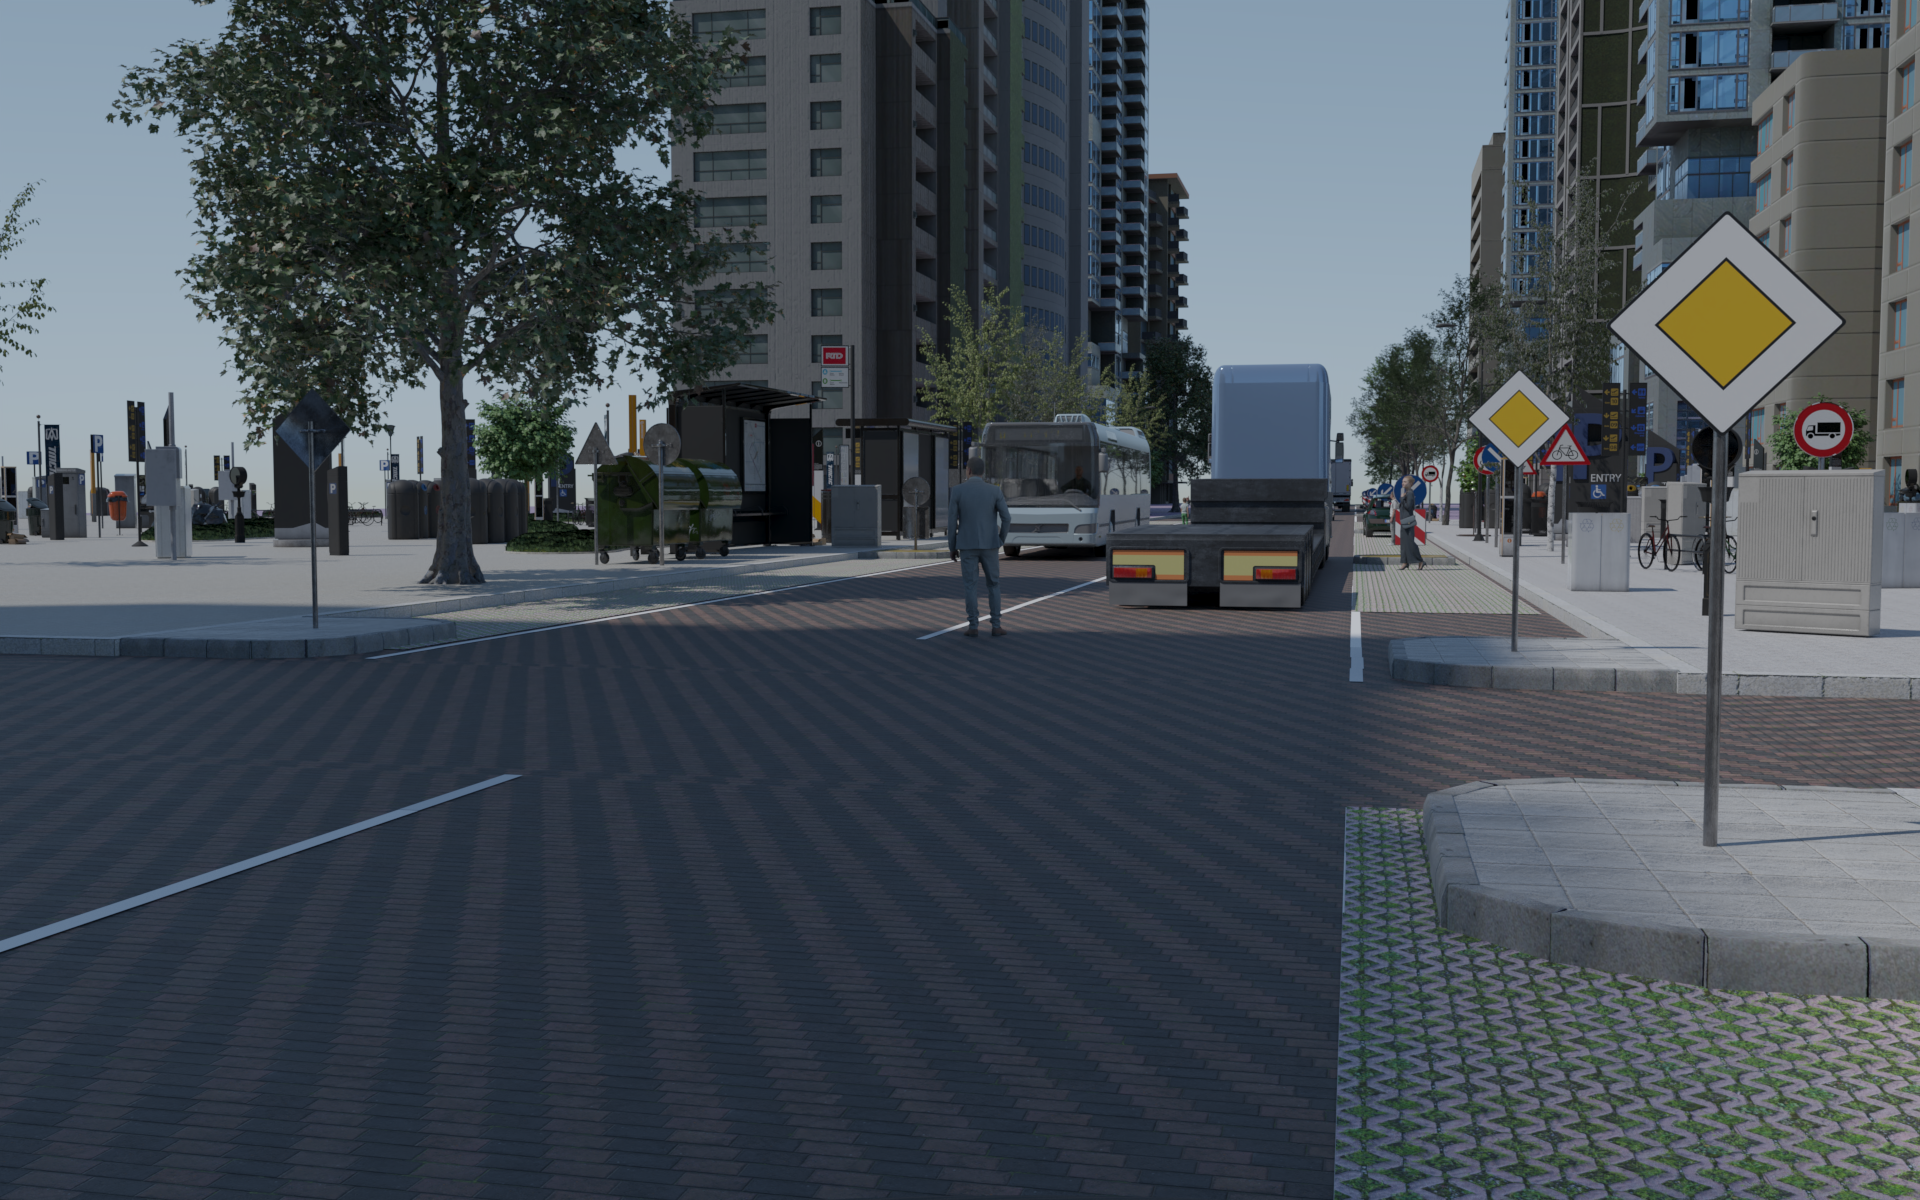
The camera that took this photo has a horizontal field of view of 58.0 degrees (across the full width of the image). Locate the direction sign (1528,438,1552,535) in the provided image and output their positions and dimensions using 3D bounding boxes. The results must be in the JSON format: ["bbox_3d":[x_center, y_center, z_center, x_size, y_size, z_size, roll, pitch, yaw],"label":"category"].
[{"bbox_3d":[18.030,-3.804,54.188,0.876,3.537,0.379,1,4,13],"label":"direction sign"}]

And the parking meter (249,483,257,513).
[{"bbox_3d":[-36.522,-5.124,89.480,0.255,1.863,0.399,-3,5,-42],"label":"parking meter"}]

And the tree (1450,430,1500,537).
[{"bbox_3d":[15.559,-3.534,52.385,1.663,3.219,1.824,0,3,0],"label":"tree"}]

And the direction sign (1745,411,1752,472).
[{"bbox_3d":[17.419,-2.833,38.321,0.379,3.537,0.876,1,4,18],"label":"direction sign"}]

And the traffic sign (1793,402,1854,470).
[{"bbox_3d":[11.935,-1.463,24.019,0.768,2.556,0.104,1,4,13],"label":"traffic sign"}]

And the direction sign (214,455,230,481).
[{"bbox_3d":[-43.028,-6.670,101.043,0.876,3.537,0.379,-1,4,-20],"label":"direction sign"}]

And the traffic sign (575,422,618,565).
[{"bbox_3d":[-6.578,-1.914,31.293,0.884,2.594,0.081,1,4,19],"label":"traffic sign"}]

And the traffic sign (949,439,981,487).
[{"bbox_3d":[0.576,-4.292,64.039,2.265,3.308,0.079,1,4,17],"label":"traffic sign"}]

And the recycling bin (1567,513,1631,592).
[{"bbox_3d":[8.500,-0.642,23.055,0.722,1.027,0.722,1,4,15],"label":"recycling bin"}]

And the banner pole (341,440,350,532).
[{"bbox_3d":[-21.024,-4.224,59.074,0.401,3.779,0.863,-1,4,-12],"label":"banner pole"}]

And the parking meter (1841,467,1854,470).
[{"bbox_3d":[19.089,-1.944,37.490,0.399,1.863,0.255,0,4,6],"label":"parking meter"}]

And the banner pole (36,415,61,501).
[{"bbox_3d":[-28.806,-3.956,54.700,0.863,3.779,0.401,0,4,-5],"label":"banner pole"}]

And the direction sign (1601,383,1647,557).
[{"bbox_3d":[13.498,-2.646,35.259,0.876,3.537,0.379,0,4,4],"label":"direction sign"}]

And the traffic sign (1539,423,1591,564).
[{"bbox_3d":[11.075,-1.941,31.738,0.884,2.594,0.081,1,4,21],"label":"traffic sign"}]

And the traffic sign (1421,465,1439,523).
[{"bbox_3d":[20.661,-4.651,76.148,0.768,2.556,0.104,1,4,15],"label":"traffic sign"}]

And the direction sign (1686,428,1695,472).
[{"bbox_3d":[25.137,-4.138,59.660,0.379,3.537,0.876,0,4,7],"label":"direction sign"}]

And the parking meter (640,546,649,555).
[{"bbox_3d":[-6.655,-1.897,36.734,0.255,1.863,0.399,-1,4,-9],"label":"parking meter"}]

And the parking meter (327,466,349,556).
[{"bbox_3d":[-12.987,-1.863,36.165,0.399,1.863,0.255,2,4,33],"label":"parking meter"}]

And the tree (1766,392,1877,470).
[{"bbox_3d":[27.650,-4.398,55.628,4.285,4.588,4.351,0,3,0],"label":"tree"}]

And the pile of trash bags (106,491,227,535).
[{"bbox_3d":[-25.087,-2.756,54.806,3.447,1.369,1.912,-2,4,-33],"label":"pile of trash bags"}]

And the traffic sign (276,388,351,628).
[{"bbox_3d":[-6.156,-0.786,16.487,0.795,2.450,0.064,1,4,13],"label":"traffic sign"}]

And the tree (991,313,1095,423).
[{"bbox_3d":[3.048,-7.329,70.199,4.360,8.622,3.978,0,3,0],"label":"tree"}]

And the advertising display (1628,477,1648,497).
[{"bbox_3d":[25.196,-3.635,64.648,0.974,1.923,0.123,-1,4,-11],"label":"advertising display"}]

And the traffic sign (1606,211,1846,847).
[{"bbox_3d":[2.733,-0.160,6.254,0.795,2.450,0.064,1,4,13],"label":"traffic sign"}]

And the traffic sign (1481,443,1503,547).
[{"bbox_3d":[12.902,-2.538,41.600,0.768,2.556,0.104,1,4,20],"label":"traffic sign"}]

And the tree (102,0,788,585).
[{"bbox_3d":[-7.309,-6.591,24.772,9.611,12.733,9.660,0,3,0],"label":"tree"}]

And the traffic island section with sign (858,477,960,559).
[{"bbox_3d":[-1.073,-1.851,38.886,1.989,1.847,2.006,1,4,13],"label":"traffic island section with sign"}]

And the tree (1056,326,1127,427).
[{"bbox_3d":[4.690,-7.733,76.800,4.737,8.622,4.395,0,3,0],"label":"tree"}]

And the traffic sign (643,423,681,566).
[{"bbox_3d":[-5.348,-1.890,31.001,0.768,2.556,0.104,1,4,21],"label":"traffic sign"}]

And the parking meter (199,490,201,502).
[{"bbox_3d":[-38.347,-4.813,87.101,0.372,1.533,0.369,0,3,0],"label":"parking meter"}]

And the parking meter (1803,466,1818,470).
[{"bbox_3d":[17.750,-1.853,36.013,0.399,1.863,0.255,0,4,7],"label":"parking meter"}]

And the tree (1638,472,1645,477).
[{"bbox_3d":[32.637,-5.321,81.594,1.663,3.219,1.824,0,3,0],"label":"tree"}]

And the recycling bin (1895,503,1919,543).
[{"bbox_3d":[26.532,-2.165,47.954,0.722,1.027,0.722,0,4,-6],"label":"recycling bin"}]

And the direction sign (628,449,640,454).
[{"bbox_3d":[-16.209,-5.795,86.752,0.876,3.537,0.379,-3,4,-38],"label":"direction sign"}]

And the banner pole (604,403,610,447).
[{"bbox_3d":[-9.749,-3.537,47.847,0.401,3.779,0.863,-1,4,-21],"label":"banner pole"}]

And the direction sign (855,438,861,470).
[{"bbox_3d":[-3.137,-3.933,56.309,0.876,3.537,0.379,2,4,26],"label":"direction sign"}]

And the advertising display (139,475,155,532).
[{"bbox_3d":[-26.811,-3.207,57.655,0.974,1.923,0.123,-1,4,-23],"label":"advertising display"}]

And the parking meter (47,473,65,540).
[{"bbox_3d":[-25.140,-2.597,48.169,0.399,1.863,0.255,3,4,36],"label":"parking meter"}]

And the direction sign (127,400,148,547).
[{"bbox_3d":[-20.061,-3.074,42.262,0.379,3.537,0.876,0,4,0],"label":"direction sign"}]

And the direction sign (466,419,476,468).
[{"bbox_3d":[-15.055,-3.687,52.274,0.876,3.537,0.379,0,4,-5],"label":"direction sign"}]

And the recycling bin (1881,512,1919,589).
[{"bbox_3d":[12.751,-0.690,23.830,0.722,1.027,0.722,0,4,-6],"label":"recycling bin"}]

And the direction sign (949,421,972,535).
[{"bbox_3d":[0.012,-3.793,54.016,0.876,3.537,0.379,-3,4,-36],"label":"direction sign"}]

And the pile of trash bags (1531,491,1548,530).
[{"bbox_3d":[21.111,-3.143,61.143,1.912,1.369,3.447,3,5,44],"label":"pile of trash bags"}]

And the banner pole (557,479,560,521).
[{"bbox_3d":[-17.586,-5.246,75.796,0.401,3.779,0.863,0,4,-5],"label":"banner pole"}]

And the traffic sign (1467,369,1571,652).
[{"bbox_3d":[4.510,-0.636,14.039,0.795,2.450,0.064,1,4,13],"label":"traffic sign"}]

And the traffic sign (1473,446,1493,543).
[{"bbox_3d":[13.800,-2.763,45.280,0.768,2.556,0.104,1,4,19],"label":"traffic sign"}]

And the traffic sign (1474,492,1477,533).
[{"bbox_3d":[17.022,-3.494,57.123,0.884,2.594,0.081,1,4,18],"label":"traffic sign"}]

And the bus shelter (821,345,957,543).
[{"bbox_3d":[-2.109,-4.377,49.200,2.179,5.291,8.768,1,4,13],"label":"bus shelter"}]

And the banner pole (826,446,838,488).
[{"bbox_3d":[-6.594,-6.107,89.862,0.863,3.779,0.401,2,4,29],"label":"banner pole"}]

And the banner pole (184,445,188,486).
[{"bbox_3d":[-39.815,-6.061,89.117,0.401,3.779,0.863,-2,4,-30],"label":"banner pole"}]

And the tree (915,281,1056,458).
[{"bbox_3d":[0.624,-6.660,59.261,4.737,8.622,4.395,0,3,0],"label":"tree"}]

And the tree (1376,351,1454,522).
[{"bbox_3d":[22.088,-7.938,80.156,4.360,8.622,3.978,0,3,0],"label":"tree"}]

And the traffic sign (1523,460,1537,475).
[{"bbox_3d":[15.293,-2.896,47.358,0.884,2.594,0.081,1,4,13],"label":"traffic sign"}]

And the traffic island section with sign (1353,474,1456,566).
[{"bbox_3d":[9.114,-1.649,35.596,1.989,1.847,2.006,1,4,13],"label":"traffic island section with sign"}]

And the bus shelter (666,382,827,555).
[{"bbox_3d":[-4.773,-2.958,39.644,1.731,3.624,6.357,1,4,13],"label":"bus shelter"}]

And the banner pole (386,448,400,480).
[{"bbox_3d":[-31.090,-6.414,94.893,0.863,3.779,0.401,0,4,-3],"label":"banner pole"}]

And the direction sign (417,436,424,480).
[{"bbox_3d":[-21.108,-4.635,67.774,0.379,3.537,0.876,-2,4,-31],"label":"direction sign"}]

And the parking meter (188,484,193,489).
[{"bbox_3d":[-44.998,-5.851,101.370,0.255,1.863,0.399,-2,4,-25],"label":"parking meter"}]
